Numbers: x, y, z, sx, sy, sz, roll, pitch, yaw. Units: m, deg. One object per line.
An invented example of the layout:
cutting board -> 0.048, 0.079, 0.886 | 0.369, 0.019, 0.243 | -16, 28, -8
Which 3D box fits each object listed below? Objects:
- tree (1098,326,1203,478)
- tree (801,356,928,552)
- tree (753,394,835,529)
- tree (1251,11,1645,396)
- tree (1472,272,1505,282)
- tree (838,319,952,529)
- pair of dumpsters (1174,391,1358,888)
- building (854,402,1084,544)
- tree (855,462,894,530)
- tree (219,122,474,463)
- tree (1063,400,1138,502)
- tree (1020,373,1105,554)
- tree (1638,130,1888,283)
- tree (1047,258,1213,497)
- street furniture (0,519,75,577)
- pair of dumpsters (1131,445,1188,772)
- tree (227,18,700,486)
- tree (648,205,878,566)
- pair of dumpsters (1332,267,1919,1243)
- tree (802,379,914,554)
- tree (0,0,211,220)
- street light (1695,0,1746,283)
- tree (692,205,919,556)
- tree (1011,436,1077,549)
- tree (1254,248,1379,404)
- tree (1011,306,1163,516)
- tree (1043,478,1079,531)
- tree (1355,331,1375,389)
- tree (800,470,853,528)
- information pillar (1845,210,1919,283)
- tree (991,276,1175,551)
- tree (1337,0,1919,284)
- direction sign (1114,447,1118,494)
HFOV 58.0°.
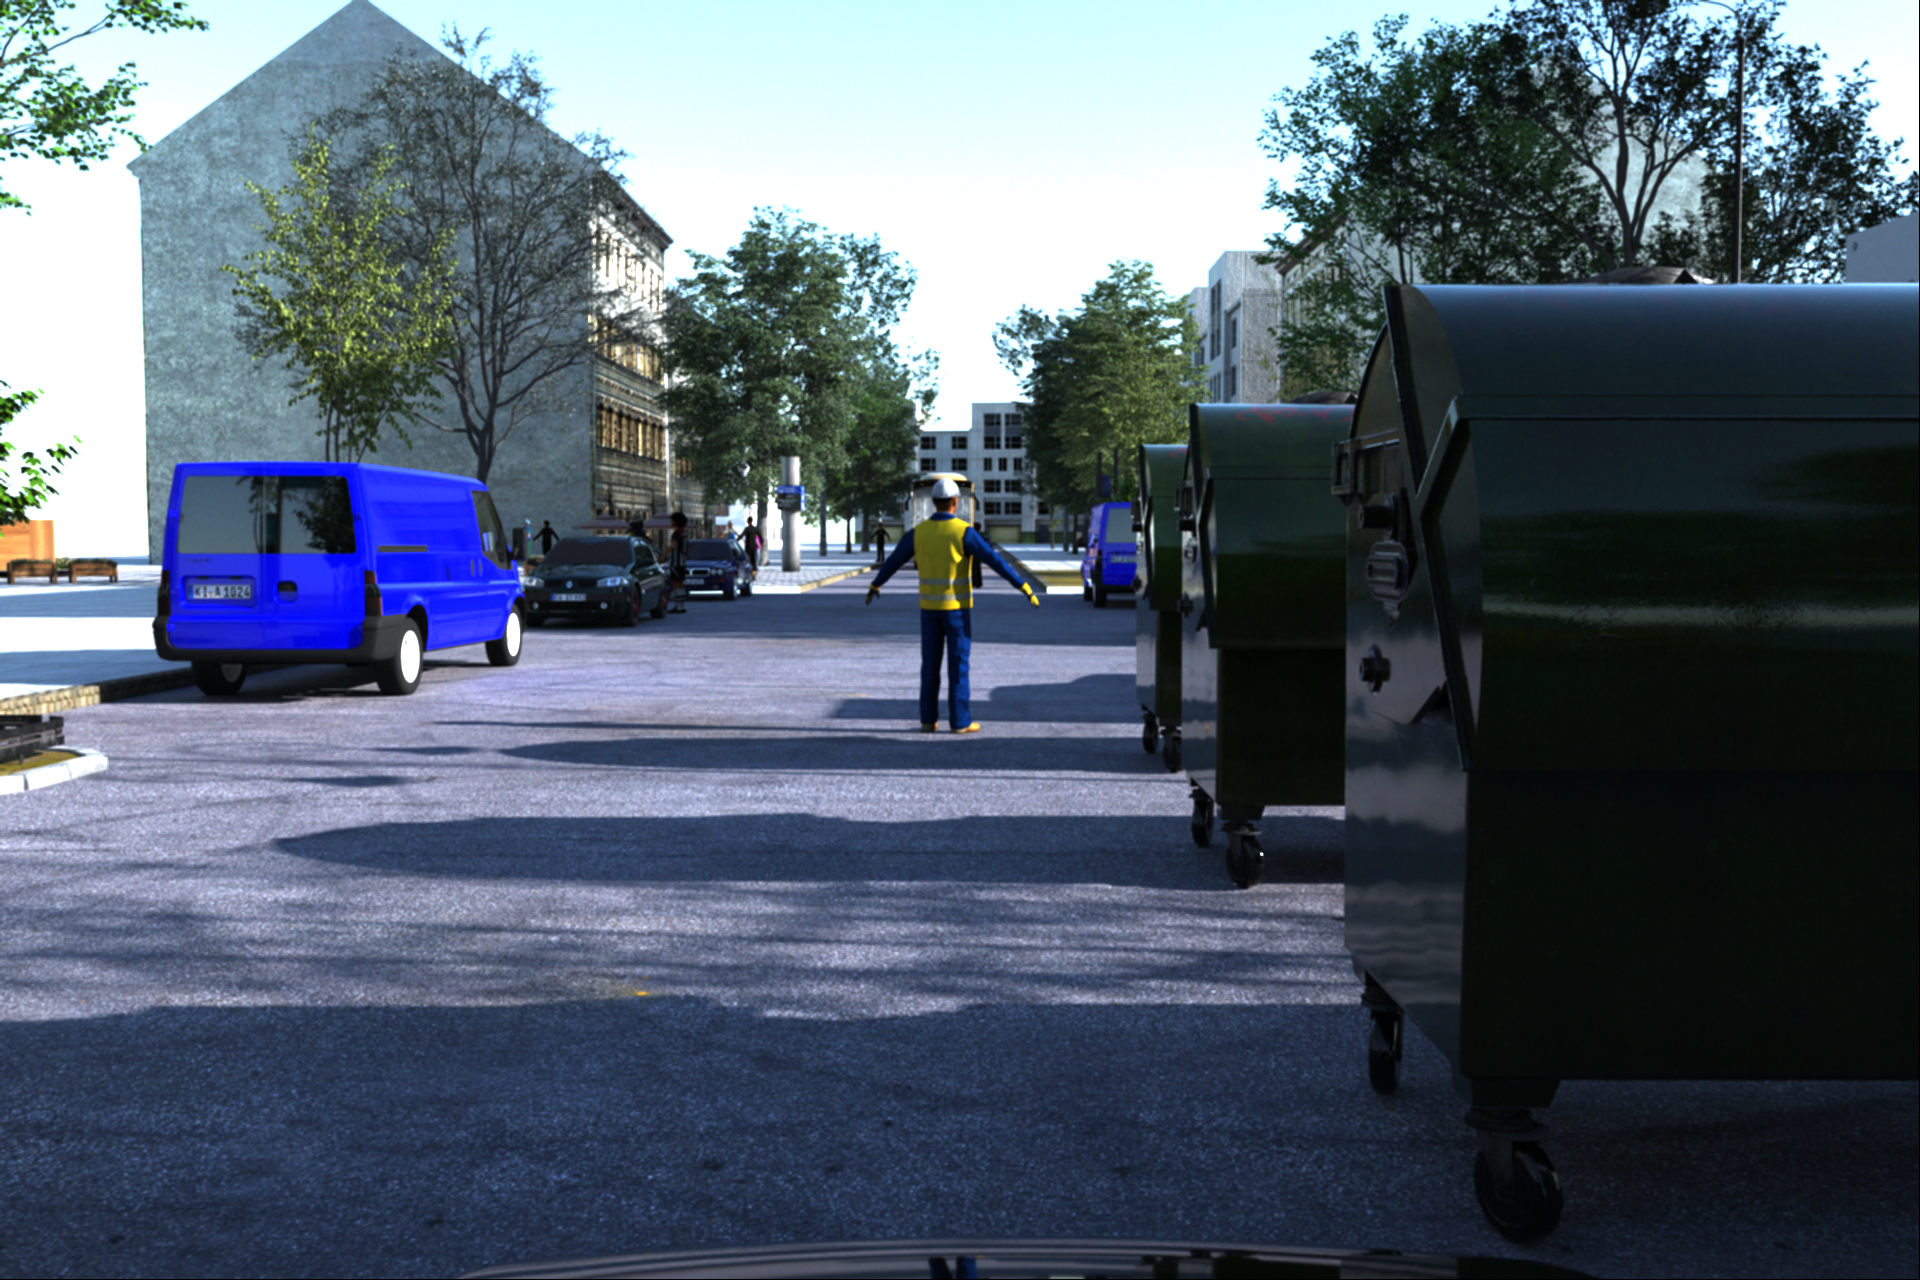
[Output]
tree -> 6.665, -6.779, 61.203 | 4.737, 8.622, 4.395 | 0, 3, 0
tree -> -6.897, -13.420, 126.068 | 9.857, 13.997, 8.962 | 0, 3, 0
tree -> -8.465, -8.140, 83.451 | 4.360, 8.622, 3.978 | 0, 3, 0
tree -> 9.566, -6.624, 34.061 | 9.928, 11.665, 9.643 | 0, 3, 0
tree -> 15.051, -6.025, 48.871 | 4.360, 8.622, 3.978 | 0, 3, 0
tree -> -6.750, -17.905, 148.628 | 12.611, 20.169, 13.585 | 0, 3, 0
pair of dumpsters -> 3.156, -0.156, 7.495 | 4.436, 2.255, 1.574 | 0, 3, 0
building -> 2.347, -22.618, 238.712 | 31.486, 18.905, 16.747 | 0, 4, 6
tree -> -7.520, -11.350, 135.935 | 4.360, 8.622, 3.978 | 0, 3, 0
tree -> -11.312, -5.000, 32.111 | 4.737, 8.622, 4.395 | 0, 3, 0
tree -> 7.401, -8.228, 84.893 | 4.737, 8.622, 4.395 | 0, 3, 0
tree -> 7.463, -11.238, 109.495 | 9.928, 11.665, 9.643 | 0, 3, 0
tree -> 24.144, -8.647, 51.742 | 12.009, 13.543, 11.850 | 0, 3, 0
tree -> 6.964, -9.419, 72.134 | 7.486, 12.596, 7.792 | 0, 3, 0
street furniture -> -30.541, -2.849, 53.443 | 11.010, 1.723, 9.812 | 3, 4, 39
pair of dumpsters -> 3.291, -0.363, 10.890 | 4.436, 2.255, 1.574 | 0, 4, 0
tree -> -11.457, -8.006, 41.270 | 12.009, 13.543, 11.850 | 0, 3, 0
tree -> -7.950, -9.907, 68.627 | 9.857, 13.997, 8.962 | 0, 3, 0
pair of dumpsters -> 3.132, 0.059, 3.981 | 4.436, 2.255, 1.574 | 0, 4, 0
tree -> -7.181, -11.498, 113.750 | 9.928, 11.665, 9.643 | 0, 3, 0
tree -> -12.135, -5.672, 18.493 | 9.928, 11.665, 9.643 | 0, 3, 0
street light -> 7.156, -2.584, 14.796 | 1.470, 5.913, 1.316 | 0, 4, 0
tree -> -9.254, -15.006, 101.233 | 12.611, 20.169, 13.585 | 0, 3, 0
tree -> 8.087, -13.092, 148.474 | 8.767, 10.594, 7.601 | 1, 4, 20
tree -> 9.436, -5.784, 44.927 | 4.360, 8.622, 3.978 | 0, 3, 0
tree -> 7.632, -11.620, 96.646 | 9.857, 13.997, 8.962 | 0, 3, 0
tree -> 8.635, -11.637, 140.628 | 4.737, 8.622, 4.395 | 0, 3, 0
tree -> 14.278, -6.346, 54.117 | 4.737, 8.622, 4.395 | 0, 3, 0
tree -> -18.187, -19.363, 234.706 | 7.486, 12.596, 7.792 | 0, 3, 0
information pillar -> 7.038, -1.321, 12.914 | 0.184, 3.620, 1.656 | 0, 4, 1
tree -> 9.051, -16.543, 126.362 | 12.611, 20.169, 13.585 | 0, 3, 0
tree -> 9.888, -5.496, 24.276 | 8.767, 10.594, 7.601 | 0, 4, -8
direction sign -> 4.106, -3.288, 45.753 | 0.379, 3.537, 0.876 | 0, 4, 0
